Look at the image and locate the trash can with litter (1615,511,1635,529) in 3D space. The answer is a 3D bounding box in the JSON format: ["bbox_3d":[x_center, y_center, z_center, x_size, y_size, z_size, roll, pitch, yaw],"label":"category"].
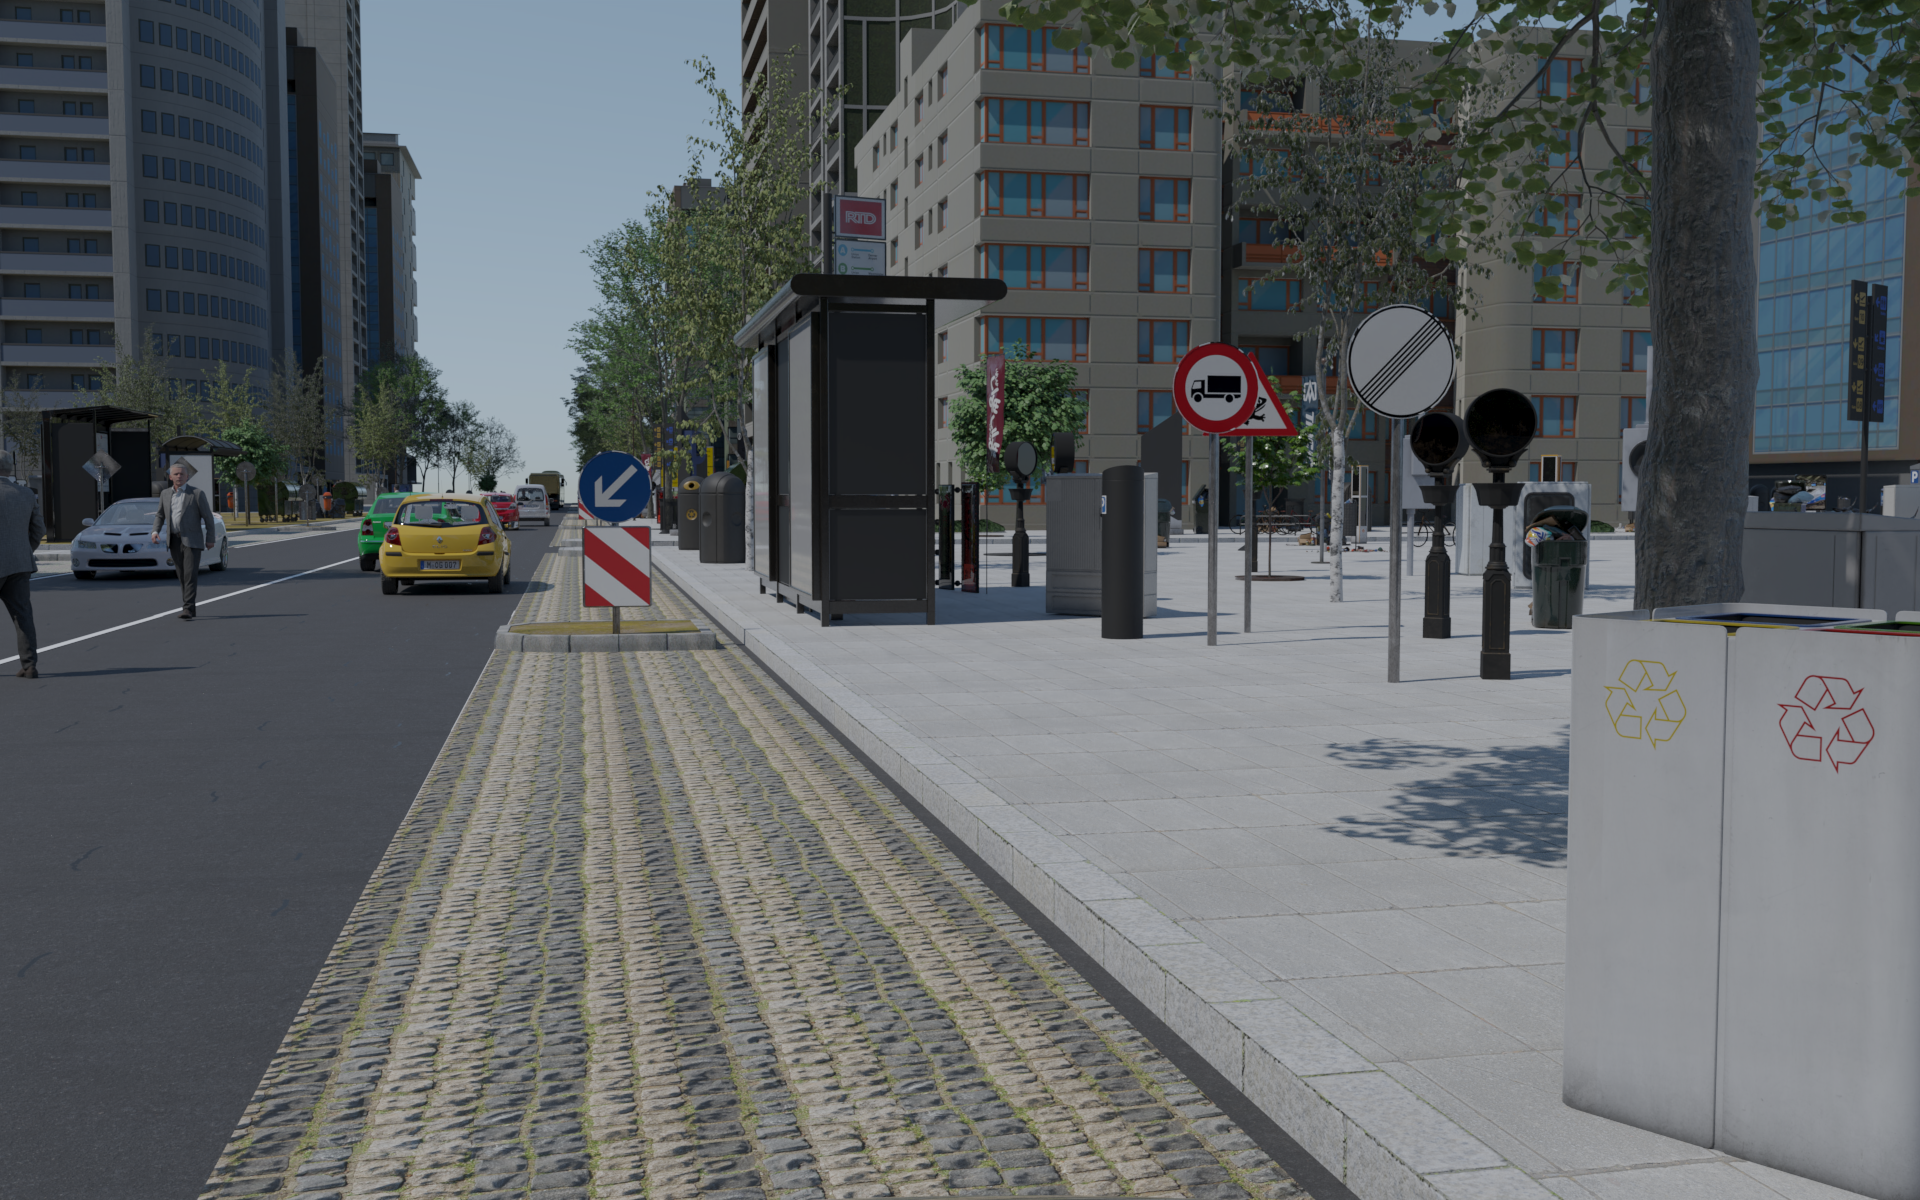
[{"bbox_3d":[24.642,-3.218,63.678,1.678,1.210,2.233,1,4,13],"label":"trash can with litter"}]

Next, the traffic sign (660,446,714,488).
[{"bbox_3d":[-11.602,-4.881,73.674,2.265,3.308,0.079,-1,4,-11],"label":"traffic sign"}]

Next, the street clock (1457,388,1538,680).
[{"bbox_3d":[3.720,-0.453,11.980,0.471,2.002,0.358,1,4,11],"label":"street clock"}]

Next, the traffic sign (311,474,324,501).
[{"bbox_3d":[-40.057,-6.602,108.044,0.768,2.556,0.104,0,4,-8],"label":"traffic sign"}]

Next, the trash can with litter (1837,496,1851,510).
[{"bbox_3d":[35.259,-3.602,69.945,2.233,1.210,1.678,0,4,-2],"label":"trash can with litter"}]

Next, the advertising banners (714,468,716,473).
[{"bbox_3d":[-16.047,-7.394,117.075,2.074,3.025,0.090,-2,4,-33],"label":"advertising banners"}]

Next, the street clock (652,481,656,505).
[{"bbox_3d":[-17.176,-5.630,96.622,0.471,2.002,0.358,0,4,-3],"label":"street clock"}]

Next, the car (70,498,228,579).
[{"bbox_3d":[-14.348,-1.131,30.858,2.083,1.381,4.827,-1,4,-12],"label":"car"}]

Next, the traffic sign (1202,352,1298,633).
[{"bbox_3d":[2.659,-0.975,15.951,0.884,2.594,0.081,0,4,-4],"label":"traffic sign"}]

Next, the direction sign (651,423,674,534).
[{"bbox_3d":[-9.509,-3.893,55.655,0.876,3.537,0.379,2,4,35],"label":"direction sign"}]

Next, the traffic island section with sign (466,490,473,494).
[{"bbox_3d":[-48.155,-9.883,170.216,1.989,1.847,2.006,-1,4,-12],"label":"traffic island section with sign"}]

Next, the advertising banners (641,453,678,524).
[{"bbox_3d":[-12.809,-4.785,74.421,2.074,3.025,0.090,1,4,23],"label":"advertising banners"}]

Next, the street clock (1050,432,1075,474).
[{"bbox_3d":[1.204,-0.968,20.402,0.358,2.002,0.471,0,4,-5],"label":"street clock"}]

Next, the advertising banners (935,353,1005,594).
[{"bbox_3d":[0.122,-1.612,22.536,0.090,3.025,2.074,-2,4,-25],"label":"advertising banners"}]

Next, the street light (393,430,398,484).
[{"bbox_3d":[-39.407,-9.063,120.972,0.468,5.910,1.993,-1,4,-12],"label":"street light"}]

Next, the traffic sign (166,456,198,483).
[{"bbox_3d":[-20.701,-2.599,46.128,0.795,2.450,0.064,-1,4,-12],"label":"traffic sign"}]

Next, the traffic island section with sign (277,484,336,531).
[{"bbox_3d":[-25.494,-3.611,67.662,1.989,1.847,2.006,-1,4,-12],"label":"traffic island section with sign"}]

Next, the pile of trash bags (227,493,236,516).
[{"bbox_3d":[-43.846,-5.567,100.768,3.447,1.369,1.912,-2,4,-29],"label":"pile of trash bags"}]

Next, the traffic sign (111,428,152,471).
[{"bbox_3d":[-25.981,-3.626,53.151,2.265,3.308,0.079,0,4,-4],"label":"traffic sign"}]

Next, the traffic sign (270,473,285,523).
[{"bbox_3d":[-30.267,-4.683,76.675,0.768,2.556,0.104,0,4,-7],"label":"traffic sign"}]

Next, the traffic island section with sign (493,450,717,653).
[{"bbox_3d":[-3.406,-0.483,16.518,1.989,1.847,2.006,-1,4,-12],"label":"traffic island section with sign"}]

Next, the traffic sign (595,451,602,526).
[{"bbox_3d":[-8.432,-2.262,40.632,0.795,2.450,0.064,-1,4,-12],"label":"traffic sign"}]

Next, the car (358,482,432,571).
[{"bbox_3d":[-10.558,-1.523,33.698,1.959,1.807,4.718,-1,4,-12],"label":"car"}]

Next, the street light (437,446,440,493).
[{"bbox_3d":[-47.641,-11.340,158.193,0.468,5.910,1.993,-1,4,-12],"label":"street light"}]

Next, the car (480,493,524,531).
[{"bbox_3d":[-18.570,-3.687,69.323,2.155,1.783,4.494,-1,4,-14],"label":"car"}]

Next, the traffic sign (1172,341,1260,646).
[{"bbox_3d":[2.134,-0.885,14.583,0.768,2.556,0.104,-1,4,-12],"label":"traffic sign"}]

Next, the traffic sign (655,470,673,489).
[{"bbox_3d":[-17.915,-6.734,103.968,2.265,3.308,0.079,-1,4,-9],"label":"traffic sign"}]

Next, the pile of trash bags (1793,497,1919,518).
[{"bbox_3d":[14.327,-1.047,26.870,3.447,1.369,1.912,-1,4,-22],"label":"pile of trash bags"}]

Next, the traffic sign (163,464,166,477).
[{"bbox_3d":[-30.326,-4.077,66.764,0.768,2.556,0.104,0,4,-4],"label":"traffic sign"}]

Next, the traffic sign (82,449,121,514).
[{"bbox_3d":[-18.978,-2.122,38.331,0.795,2.450,0.064,-1,4,-12],"label":"traffic sign"}]

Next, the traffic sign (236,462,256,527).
[{"bbox_3d":[-28.147,-4.170,68.279,0.768,2.556,0.104,0,4,-3],"label":"traffic sign"}]

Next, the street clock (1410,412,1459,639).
[{"bbox_3d":[4.249,-0.661,15.376,0.471,2.002,0.358,3,5,40],"label":"street clock"}]

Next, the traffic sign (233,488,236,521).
[{"bbox_3d":[-34.466,-5.023,82.229,0.768,2.556,0.104,0,4,-8],"label":"traffic sign"}]

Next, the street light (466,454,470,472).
[{"bbox_3d":[-57.218,-14.007,201.806,0.468,5.910,1.993,-1,4,-12],"label":"street light"}]

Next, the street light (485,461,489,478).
[{"bbox_3d":[-65.460,-16.319,239.598,0.468,5.910,1.993,-1,4,-12],"label":"street light"}]

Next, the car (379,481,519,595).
[{"bbox_3d":[-7.731,-0.979,26.228,2.015,1.641,3.980,-1,4,-12],"label":"car"}]

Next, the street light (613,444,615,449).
[{"bbox_3d":[-24.269,-9.094,121.467,0.468,5.910,1.993,-1,4,-12],"label":"street light"}]

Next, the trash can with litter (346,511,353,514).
[{"bbox_3d":[-38.704,-5.978,109.133,1.055,1.170,0.624,-1,4,-16],"label":"trash can with litter"}]

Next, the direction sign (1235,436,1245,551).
[{"bbox_3d":[6.478,-2.881,39.098,0.379,3.537,0.876,3,5,44],"label":"direction sign"}]

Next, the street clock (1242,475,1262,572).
[{"bbox_3d":[4.795,-1.456,28.369,0.471,2.002,0.358,1,4,10],"label":"street clock"}]

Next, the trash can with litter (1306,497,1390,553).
[{"bbox_3d":[8.896,-1.669,38.349,2.233,1.210,1.678,1,4,23],"label":"trash can with litter"}]

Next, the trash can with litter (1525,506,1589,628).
[{"bbox_3d":[5.720,-0.333,16.833,0.624,1.170,1.055,0,4,8],"label":"trash can with litter"}]

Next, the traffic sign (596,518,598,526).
[{"bbox_3d":[-10.156,-2.739,48.429,0.795,2.450,0.064,-1,4,-12],"label":"traffic sign"}]

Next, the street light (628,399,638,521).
[{"bbox_3d":[-15.671,-6.751,83.168,0.468,5.910,1.993,-1,4,-12],"label":"street light"}]

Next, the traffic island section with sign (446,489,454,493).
[{"bbox_3d":[-42.338,-8.273,143.893,1.989,1.847,2.006,-1,4,-12],"label":"traffic island section with sign"}]

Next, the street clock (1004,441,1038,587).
[{"bbox_3d":[0.838,-1.183,23.909,0.358,2.002,0.471,3,5,41],"label":"street clock"}]

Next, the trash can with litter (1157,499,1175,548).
[{"bbox_3d":[4.823,-1.826,41.248,0.624,1.170,1.055,0,4,5],"label":"trash can with litter"}]

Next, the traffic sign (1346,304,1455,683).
[{"bbox_3d":[2.953,-0.710,11.716,0.768,2.556,0.104,-1,4,-9],"label":"traffic sign"}]

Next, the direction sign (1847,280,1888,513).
[{"bbox_3d":[9.744,-1.630,18.653,0.876,3.537,0.379,-3,5,-41],"label":"direction sign"}]

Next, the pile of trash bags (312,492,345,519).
[{"bbox_3d":[-33.116,-4.939,90.502,1.912,1.369,3.447,-2,4,-24],"label":"pile of trash bags"}]

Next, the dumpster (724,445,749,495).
[{"bbox_3d":[-4.215,-2.024,35.585,1.502,2.255,1.985,-1,4,-12],"label":"dumpster"}]

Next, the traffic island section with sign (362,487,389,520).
[{"bbox_3d":[-31.305,-5.221,93.986,1.989,1.847,2.006,-1,4,-12],"label":"traffic island section with sign"}]

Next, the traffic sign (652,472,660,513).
[{"bbox_3d":[-17.723,-6.170,100.986,0.768,2.556,0.104,-1,4,-11],"label":"traffic sign"}]
